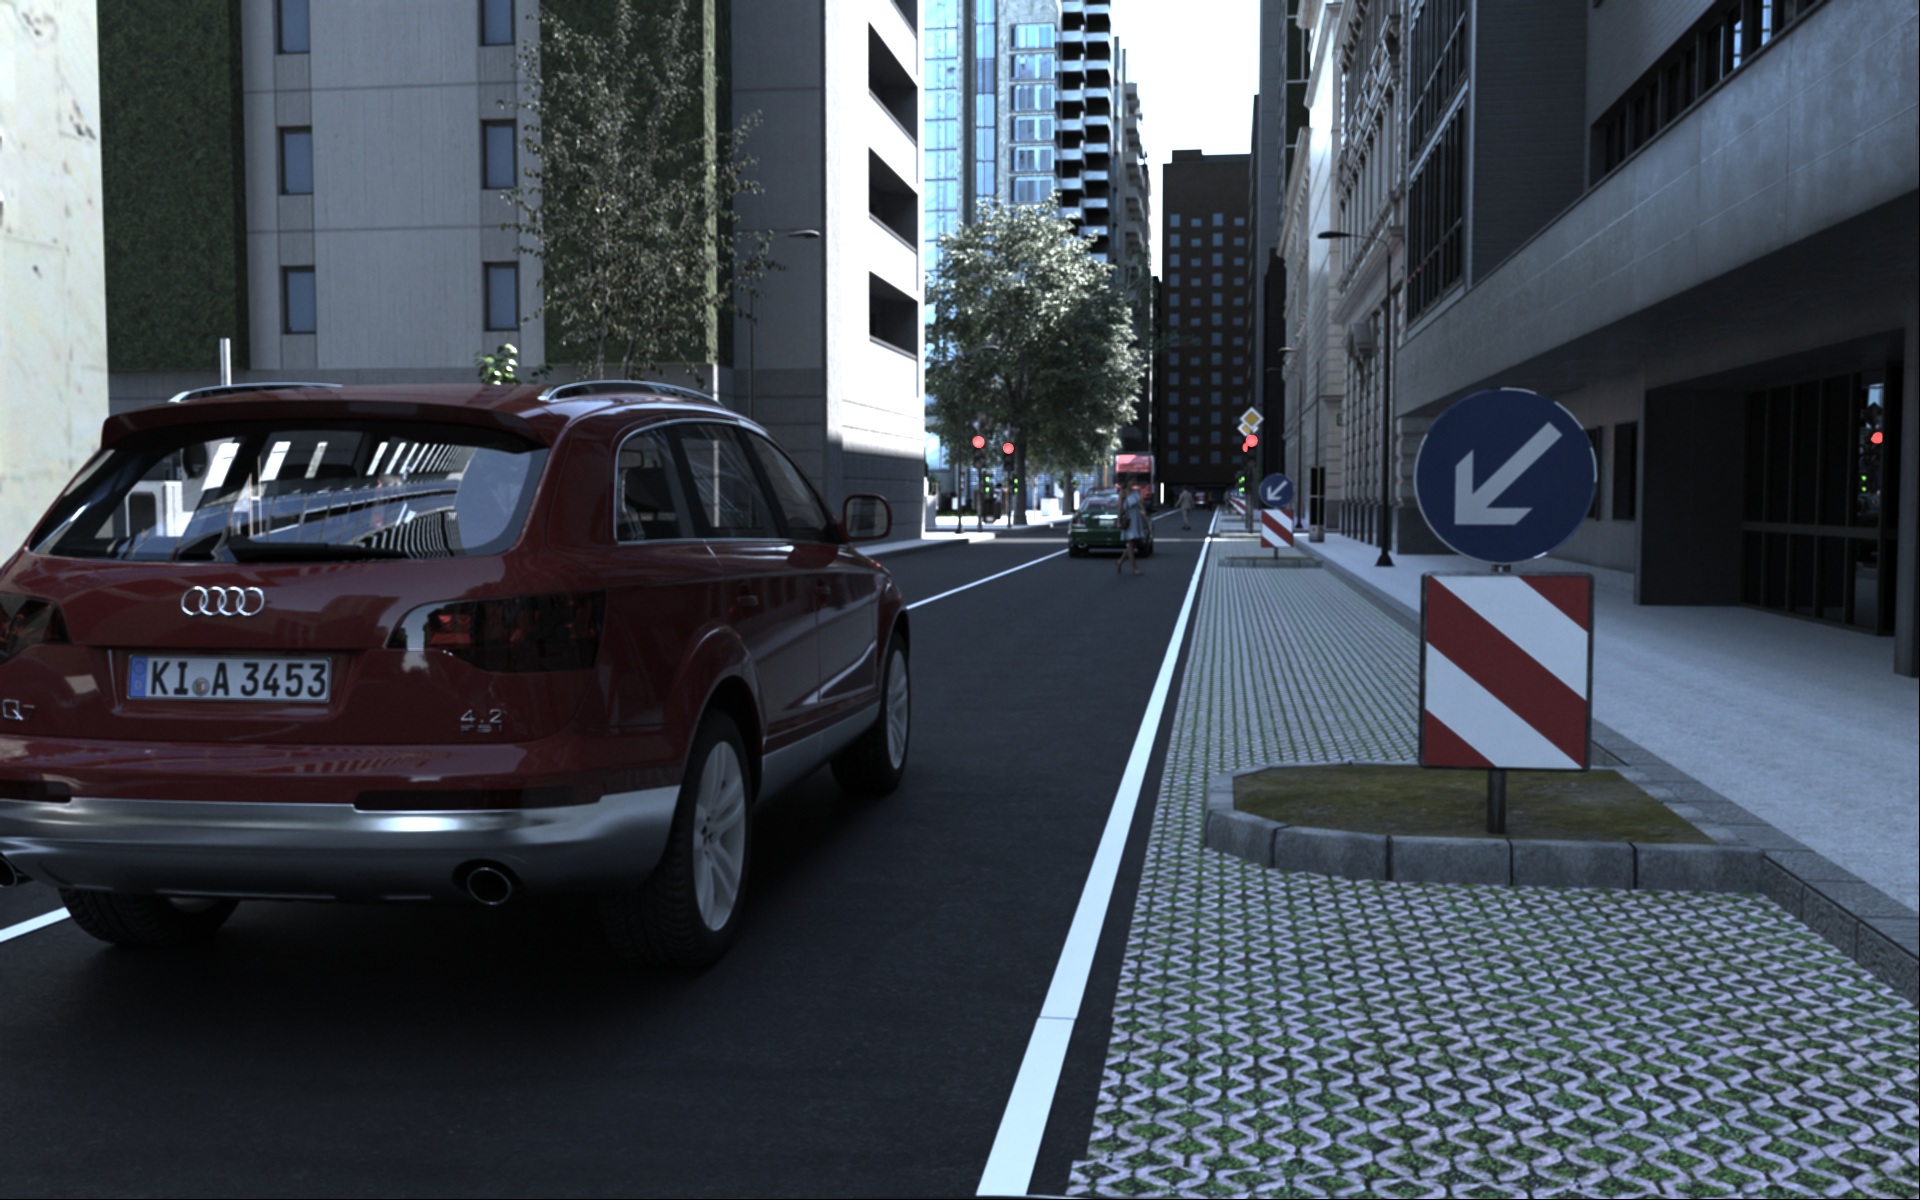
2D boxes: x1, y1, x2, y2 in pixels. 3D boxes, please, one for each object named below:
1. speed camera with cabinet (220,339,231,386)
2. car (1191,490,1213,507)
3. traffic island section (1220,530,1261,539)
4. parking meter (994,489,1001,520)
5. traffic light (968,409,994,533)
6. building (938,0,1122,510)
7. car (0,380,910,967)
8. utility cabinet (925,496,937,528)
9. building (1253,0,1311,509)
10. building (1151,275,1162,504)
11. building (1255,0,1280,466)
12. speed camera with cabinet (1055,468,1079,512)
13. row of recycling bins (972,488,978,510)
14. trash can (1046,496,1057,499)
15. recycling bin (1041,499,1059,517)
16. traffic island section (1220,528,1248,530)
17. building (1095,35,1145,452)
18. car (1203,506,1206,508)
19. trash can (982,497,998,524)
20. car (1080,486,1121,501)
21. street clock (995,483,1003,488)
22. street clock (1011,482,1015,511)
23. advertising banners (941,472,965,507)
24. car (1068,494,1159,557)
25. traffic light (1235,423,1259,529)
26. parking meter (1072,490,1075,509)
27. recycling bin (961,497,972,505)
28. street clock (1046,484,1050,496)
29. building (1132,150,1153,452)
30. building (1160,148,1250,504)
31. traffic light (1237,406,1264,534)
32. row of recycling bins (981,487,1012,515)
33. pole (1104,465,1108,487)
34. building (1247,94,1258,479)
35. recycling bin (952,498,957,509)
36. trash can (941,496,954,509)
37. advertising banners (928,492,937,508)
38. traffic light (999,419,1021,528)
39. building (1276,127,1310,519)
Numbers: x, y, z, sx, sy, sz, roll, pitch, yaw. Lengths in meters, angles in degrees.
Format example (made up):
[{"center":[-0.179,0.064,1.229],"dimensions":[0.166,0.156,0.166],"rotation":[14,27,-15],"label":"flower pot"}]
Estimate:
[{"center":[-10.020,-1.716,22.395],"dimensions":[2.038,3.252,0.660],"rotation":[3,4,36],"label":"speed camera with cabinet"},{"center":[23.587,-9.823,169.280],"dimensions":[2.281,1.827,5.304],"rotation":[1,4,8],"label":"car"},{"center":[9.372,-2.046,55.739],"dimensions":[2.009,0.180,2.903],"rotation":[1,4,9],"label":"traffic island section"},{"center":[1.860,-4.733,85.795],"dimensions":[0.372,1.533,0.369],"rotation":[0,3,0],"label":"parking meter"},{"center":[0.669,-4.159,56.922],"dimensions":[0.839,4.253,0.868],"rotation":[1,4,9],"label":"traffic light"},{"center":[3.750,-51.487,154.490],"dimensions":[22.319,86.520,31.000],"rotation":[1,4,9],"label":"building"},{"center":[-1.510,0.108,6.900],"dimensions":[2.281,1.827,5.304],"rotation":[0,4,8],"label":"car"},{"center":[-1.202,-3.320,65.445],"dimensions":[0.306,1.237,1.020],"rotation":[1,4,20],"label":"utility cabinet"},{"center":[36.092,-43.549,150.274],"dimensions":[20.563,71.187,20.611],"rotation":[1,4,9],"label":"building"},{"center":[19.686,-28.004,229.566],"dimensions":[14.107,30.474,14.160],"rotation":[1,4,9],"label":"building"},{"center":[40.578,-38.695,174.668],"dimensions":[21.231,58.520,28.212],"rotation":[1,4,9],"label":"building"},{"center":[7.572,-7.868,122.983],"dimensions":[0.660,3.252,2.038],"rotation":[3,5,43],"label":"speed camera with cabinet"},{"center":[1.511,-6.226,108.913],"dimensions":[1.069,1.692,3.534],"rotation":[1,4,13],"label":"row of recycling bins"},{"center":[6.043,-6.296,114.588],"dimensions":[0.748,1.137,0.748],"rotation":[0,3,0],"label":"trash can"},{"center":[4.939,-5.065,95.371],"dimensions":[0.722,1.027,0.722],"rotation":[3,5,43],"label":"recycling bin"},{"center":[10.567,-2.529,63.635],"dimensions":[2.009,0.180,2.903],"rotation":[1,4,9],"label":"traffic island section"},{"center":[8.228,-34.640,185.978],"dimensions":[23.786,49.044,30.456],"rotation":[1,4,9],"label":"building"},{"center":[24.553,-10.433,179.380],"dimensions":[1.959,1.807,4.718],"rotation":[1,4,10],"label":"car"},{"center":[1.266,-3.872,74.957],"dimensions":[0.748,1.137,0.748],"rotation":[0,3,0],"label":"trash can"},{"center":[7.207,-4.779,86.806],"dimensions":[2.281,1.827,5.304],"rotation":[1,4,10],"label":"car"},{"center":[2.567,-6.689,113.933],"dimensions":[0.471,2.002,0.358],"rotation":[-3,5,-41],"label":"street clock"},{"center":[2.734,-4.970,85.834],"dimensions":[0.471,2.002,0.358],"rotation":[0,4,2],"label":"street clock"},{"center":[-0.572,-8.659,137.764],"dimensions":[2.074,3.025,0.090],"rotation":[-1,4,-13],"label":"advertising banners"},{"center":[3.588,-1.770,40.732],"dimensions":[2.131,1.459,4.920],"rotation":[1,4,8],"label":"car"},{"center":[10.529,-4.563,63.527],"dimensions":[0.839,4.253,0.868],"rotation":[1,4,9],"label":"traffic light"},{"center":[6.629,-5.783,102.960],"dimensions":[0.372,1.533,0.369],"rotation":[0,3,0],"label":"parking meter"},{"center":[0.540,-7.744,139.176],"dimensions":[0.722,1.027,0.722],"rotation":[1,4,20],"label":"recycling bin"},{"center":[6.149,-7.136,121.236],"dimensions":[0.358,2.002,0.471],"rotation":[1,4,9],"label":"street clock"},{"center":[15.988,-32.087,208.209],"dimensions":[14.086,41.232,14.154],"rotation":[1,4,9],"label":"building"},{"center":[33.685,-35.285,227.026],"dimensions":[14.200,45.320,14.600],"rotation":[1,4,9],"label":"building"},{"center":[9.334,-4.080,55.631],"dimensions":[0.839,4.253,0.868],"rotation":[1,4,9],"label":"traffic light"},{"center":[2.373,-6.012,105.414],"dimensions":[1.069,1.692,3.534],"rotation":[1,4,16],"label":"row of recycling bins"},{"center":[9.838,-7.517,116.741],"dimensions":[0.158,3.312,0.155],"rotation":[0,3,0],"label":"pole"},{"center":[44.196,-35.221,199.569],"dimensions":[21.300,48.544,21.600],"rotation":[1,4,9],"label":"building"},{"center":[-0.572,-6.487,118.609],"dimensions":[0.722,1.027,0.722],"rotation":[0,4,-2],"label":"recycling bin"},{"center":[-0.761,-5.681,104.536],"dimensions":[0.748,1.137,0.748],"rotation":[0,3,0],"label":"trash can"},{"center":[-2.315,-6.316,99.450],"dimensions":[2.074,3.025,0.090],"rotation":[1,4,22],"label":"advertising banners"},{"center":[1.863,-4.642,64.817],"dimensions":[0.839,4.253,0.868],"rotation":[1,4,9],"label":"traffic light"},{"center":[26.313,-16.787,110.629],"dimensions":[11.583,22.565,21.152],"rotation":[1,4,9],"label":"building"}]
